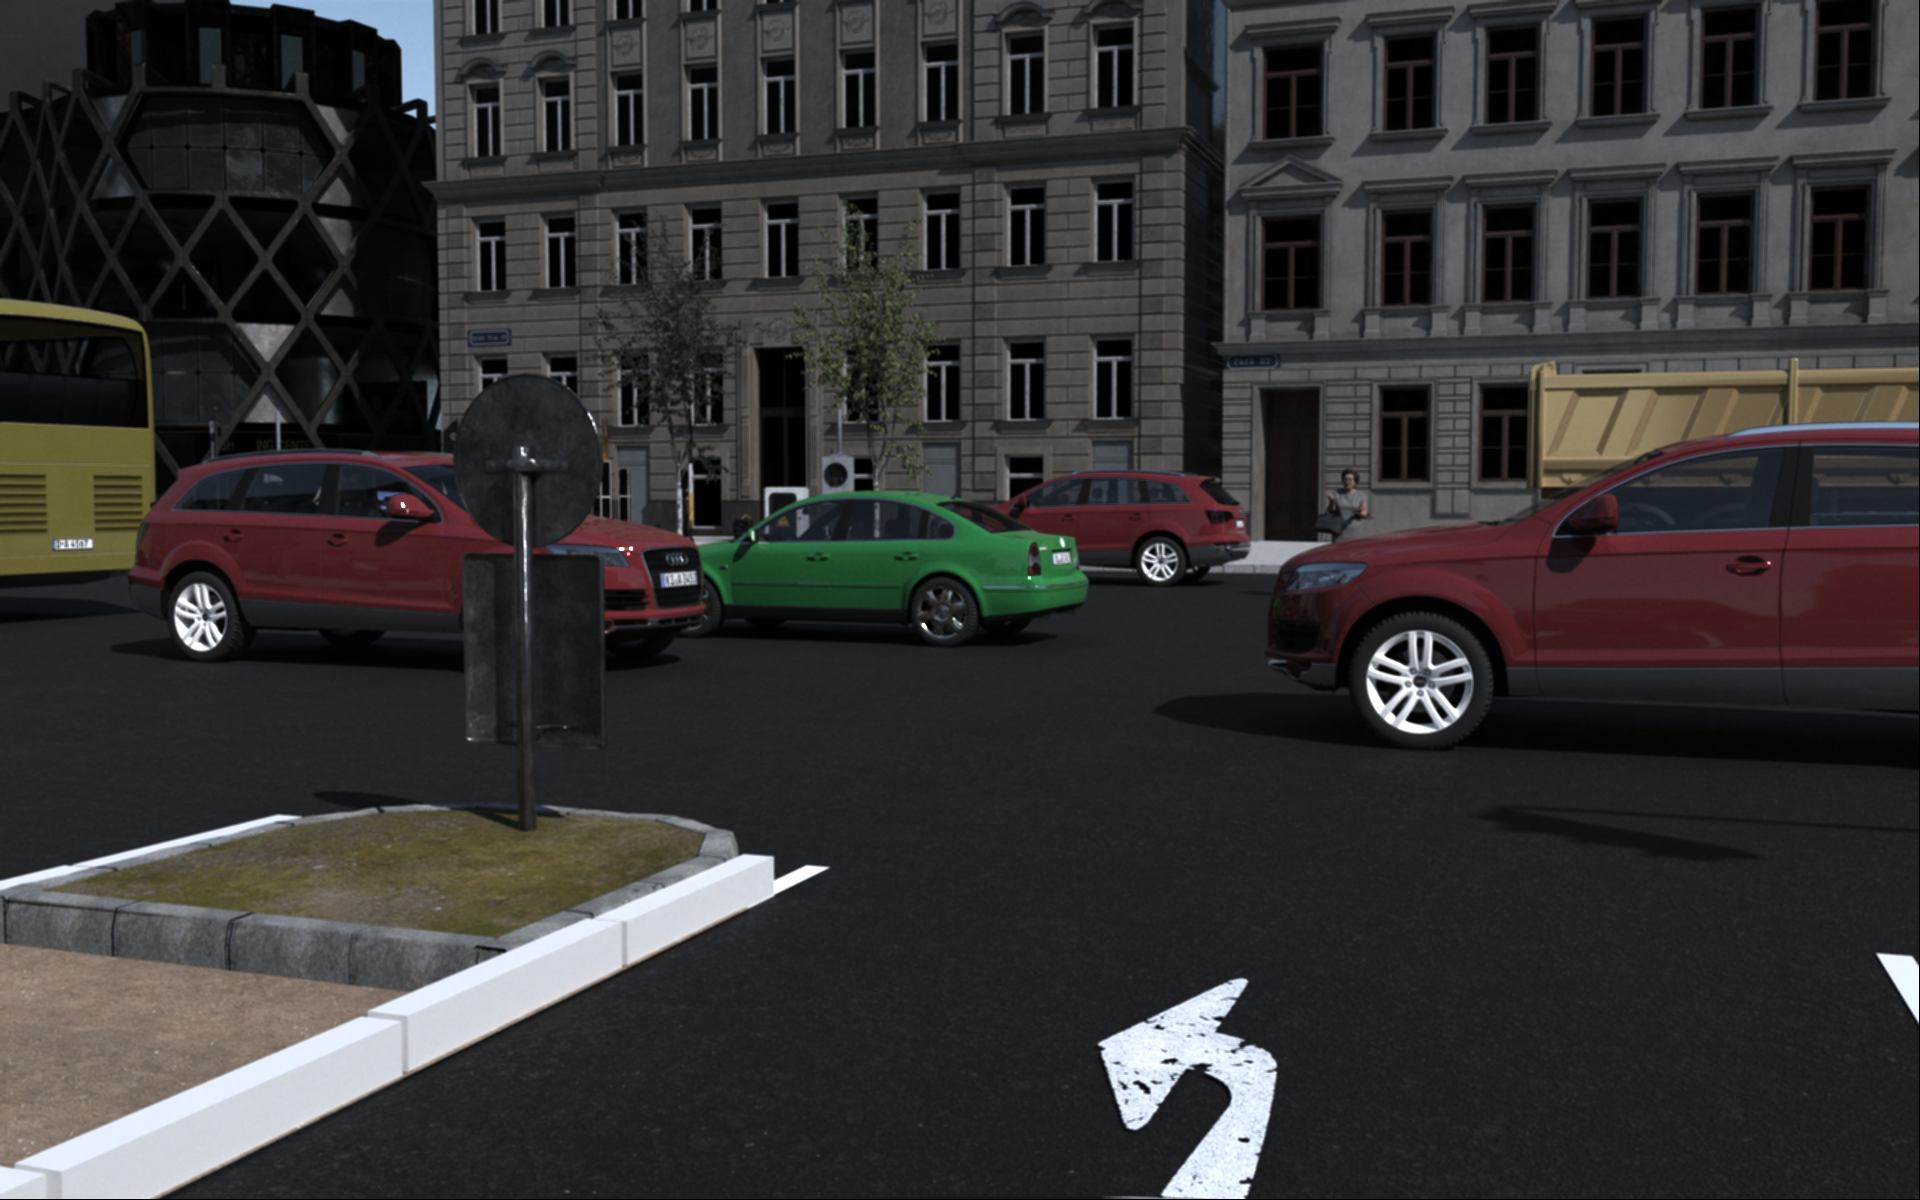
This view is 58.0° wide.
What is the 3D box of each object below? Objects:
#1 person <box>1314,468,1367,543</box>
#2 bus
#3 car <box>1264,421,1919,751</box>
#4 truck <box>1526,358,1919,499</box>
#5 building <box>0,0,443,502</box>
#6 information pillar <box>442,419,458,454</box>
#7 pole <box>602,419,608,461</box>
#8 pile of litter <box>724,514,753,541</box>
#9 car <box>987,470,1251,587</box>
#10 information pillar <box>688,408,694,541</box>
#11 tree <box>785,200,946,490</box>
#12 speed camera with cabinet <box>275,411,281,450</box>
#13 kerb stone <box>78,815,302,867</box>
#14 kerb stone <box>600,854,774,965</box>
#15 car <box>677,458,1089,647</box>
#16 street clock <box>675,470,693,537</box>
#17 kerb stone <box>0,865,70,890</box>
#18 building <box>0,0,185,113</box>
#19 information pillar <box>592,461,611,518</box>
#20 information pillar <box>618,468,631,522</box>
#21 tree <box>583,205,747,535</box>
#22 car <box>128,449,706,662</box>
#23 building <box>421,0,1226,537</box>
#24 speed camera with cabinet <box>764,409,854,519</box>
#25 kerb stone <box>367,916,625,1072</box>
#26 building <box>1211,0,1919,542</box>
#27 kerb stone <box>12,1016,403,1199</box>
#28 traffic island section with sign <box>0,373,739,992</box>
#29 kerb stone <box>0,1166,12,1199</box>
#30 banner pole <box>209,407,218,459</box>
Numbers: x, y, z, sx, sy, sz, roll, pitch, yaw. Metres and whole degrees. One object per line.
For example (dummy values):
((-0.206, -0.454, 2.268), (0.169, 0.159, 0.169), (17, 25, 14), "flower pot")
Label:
((5.203, -0.908, 23.699), (0.716, 1.782, 0.532), (1, 4, 12), "person")
((-15.621, -1.833, 21.519), (12.252, 3.916, 2.896), (1, 4, 21), "bus")
((4.442, -0.080, 9.987), (5.304, 1.827, 2.281), (1, 4, 20), "car")
((12.413, -1.607, 22.192), (9.791, 3.379, 3.469), (1, 4, 18), "truck")
((-27.582, -12.244, 67.634), (16.811, 18.784, 16.820), (1, 4, 20), "building")
((-15.790, -3.818, 53.772), (0.504, 3.616, 0.183), (-3, 5, -42), "information pillar")
((-9.593, -3.243, 46.863), (0.158, 3.312, 0.155), (0, 3, 0), "pole")
((-4.923, -1.427, 37.291), (1.176, 0.858, 1.719), (1, 4, 15), "pile of litter")
((2.031, -1.189, 28.120), (5.304, 1.827, 2.281), (1, 4, 21), "car")
((-7.313, -3.401, 46.953), (0.183, 3.616, 0.504), (-1, 4, -12), "information pillar")
((-2.171, -5.681, 43.244), (4.737, 8.622, 4.395), (0, 3, 0), "tree")
((-15.499, -2.877, 41.378), (2.038, 3.252, 0.660), (0, 4, -3), "speed camera with cabinet")
((-2.851, 0.965, 6.461), (0.120, 0.150, 1.000), (1, 4, 20), "kerb stone")
((-0.890, 1.015, 5.719), (0.120, 0.150, 1.000), (1, 4, 20), "kerb stone")
((-1.089, -0.529, 17.440), (4.718, 1.807, 1.959), (1, 4, 22), "car")
((-8.202, -2.871, 51.503), (0.471, 2.002, 0.358), (2, 4, 29), "street clock")
((-3.210, 1.021, 5.499), (0.120, 0.150, 1.000), (1, 4, 20), "kerb stone")
((-47.113, -17.117, 73.374), (24.014, 27.812, 14.314), (1, 4, 20), "building")
((-7.870, -2.051, 38.033), (0.304, 2.012, 0.304), (3, 4, 37), "information pillar")
((-9.569, -2.749, 49.444), (0.304, 2.012, 0.304), (0, 3, 0), "information pillar")
((-7.254, -5.726, 43.982), (4.360, 8.622, 3.978), (0, 3, 0), "tree")
((-4.700, -0.390, 15.050), (5.304, 1.827, 2.281), (1, 4, 22), "car")
((-3.429, -15.833, 56.128), (25.104, 27.353, 12.463), (1, 4, 20), "building")
((-3.511, -2.810, 40.279), (2.038, 3.252, 0.660), (0, 4, 7), "speed camera with cabinet")
((-1.243, 1.067, 4.750), (0.120, 0.150, 1.000), (1, 4, 20), "kerb stone")
((18.031, -12.934, 47.633), (21.152, 22.565, 11.583), (1, 4, 20), "building")
((-1.591, 1.131, 3.784), (0.120, 0.150, 1.000), (1, 4, 20), "kerb stone")
((-1.858, 0.127, 6.055), (2.006, 1.907, 1.989), (1, 4, 20), "traffic island section with sign")
((-1.953, 1.185, 2.824), (0.120, 0.150, 1.000), (1, 4, 20), "kerb stone")
((-21.348, -3.645, 49.611), (0.401, 3.779, 0.863), (0, 4, -6), "banner pole")
